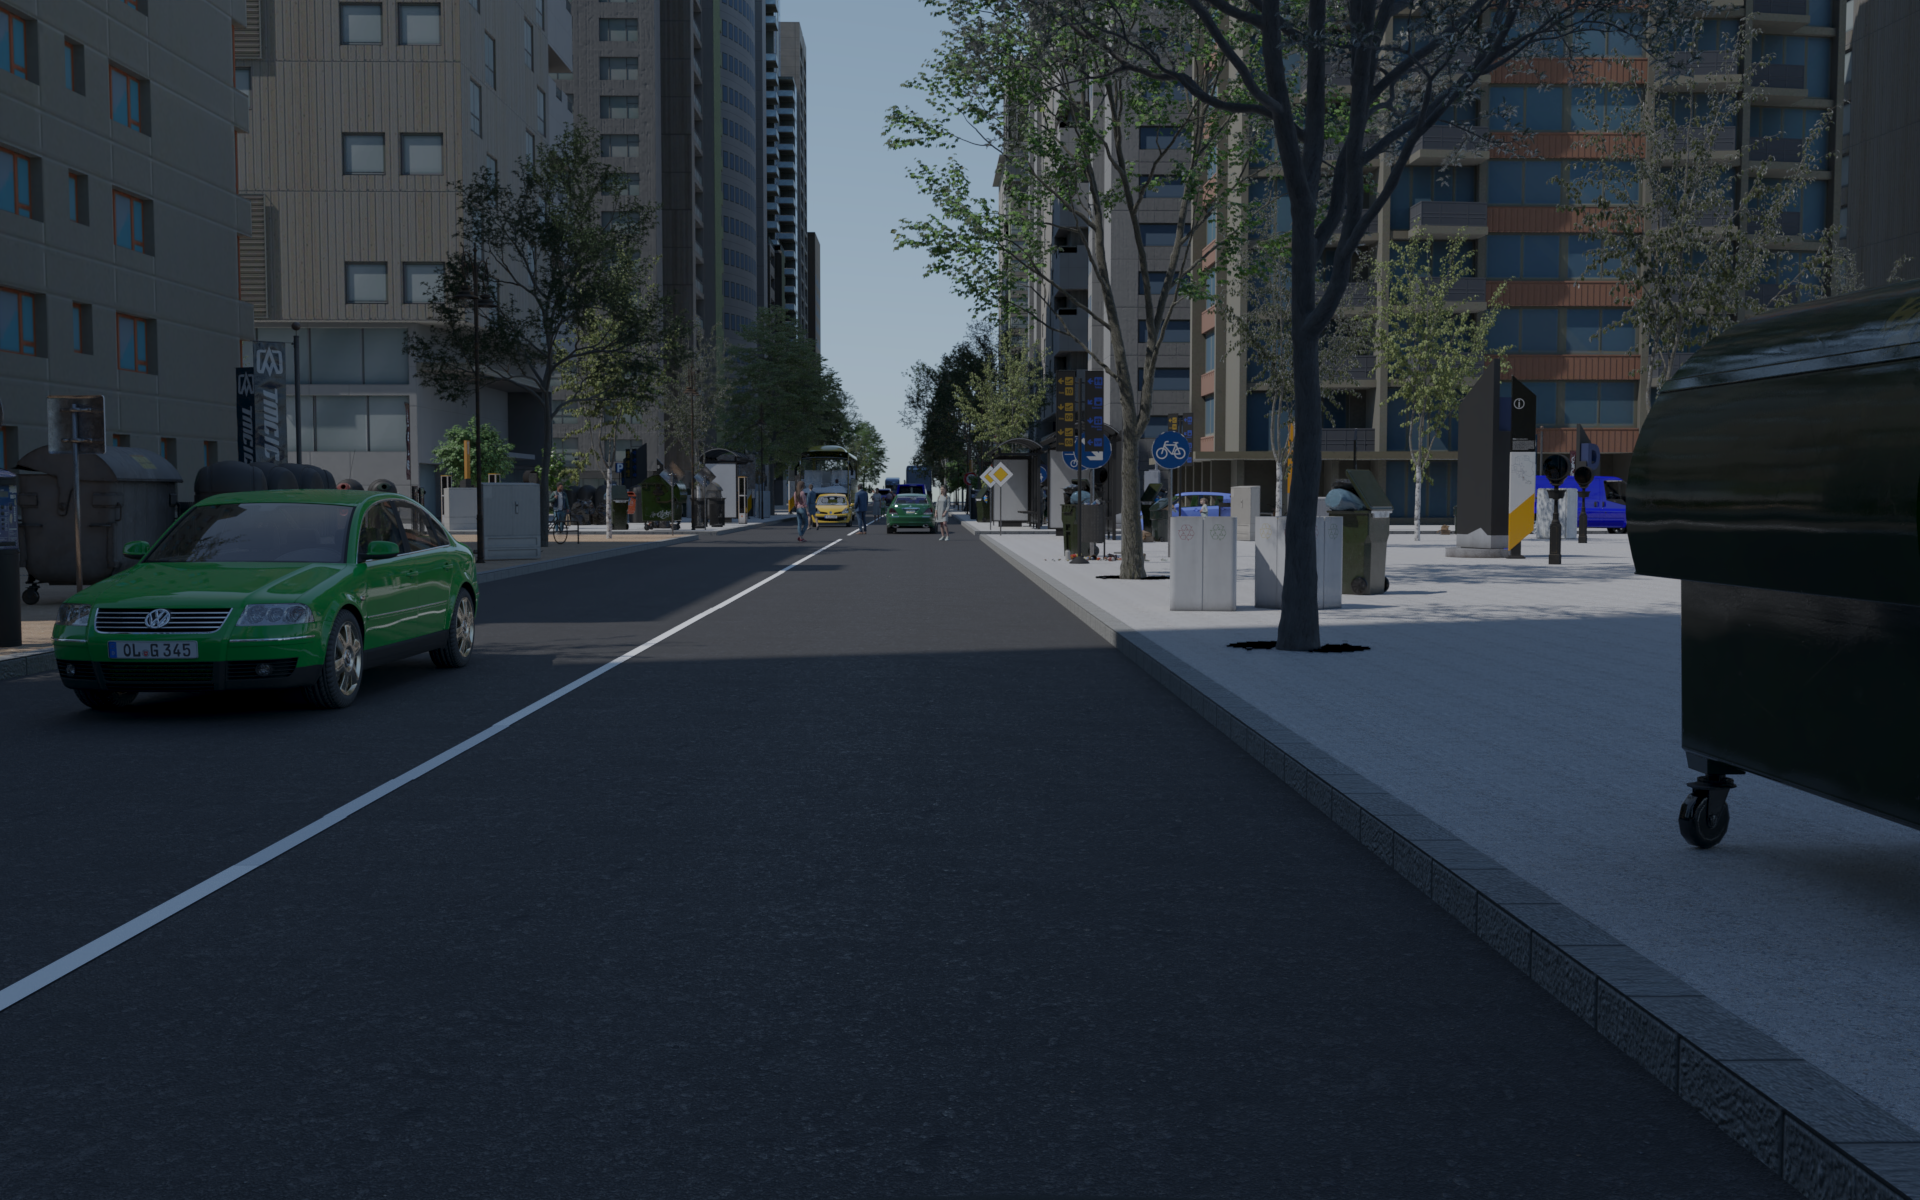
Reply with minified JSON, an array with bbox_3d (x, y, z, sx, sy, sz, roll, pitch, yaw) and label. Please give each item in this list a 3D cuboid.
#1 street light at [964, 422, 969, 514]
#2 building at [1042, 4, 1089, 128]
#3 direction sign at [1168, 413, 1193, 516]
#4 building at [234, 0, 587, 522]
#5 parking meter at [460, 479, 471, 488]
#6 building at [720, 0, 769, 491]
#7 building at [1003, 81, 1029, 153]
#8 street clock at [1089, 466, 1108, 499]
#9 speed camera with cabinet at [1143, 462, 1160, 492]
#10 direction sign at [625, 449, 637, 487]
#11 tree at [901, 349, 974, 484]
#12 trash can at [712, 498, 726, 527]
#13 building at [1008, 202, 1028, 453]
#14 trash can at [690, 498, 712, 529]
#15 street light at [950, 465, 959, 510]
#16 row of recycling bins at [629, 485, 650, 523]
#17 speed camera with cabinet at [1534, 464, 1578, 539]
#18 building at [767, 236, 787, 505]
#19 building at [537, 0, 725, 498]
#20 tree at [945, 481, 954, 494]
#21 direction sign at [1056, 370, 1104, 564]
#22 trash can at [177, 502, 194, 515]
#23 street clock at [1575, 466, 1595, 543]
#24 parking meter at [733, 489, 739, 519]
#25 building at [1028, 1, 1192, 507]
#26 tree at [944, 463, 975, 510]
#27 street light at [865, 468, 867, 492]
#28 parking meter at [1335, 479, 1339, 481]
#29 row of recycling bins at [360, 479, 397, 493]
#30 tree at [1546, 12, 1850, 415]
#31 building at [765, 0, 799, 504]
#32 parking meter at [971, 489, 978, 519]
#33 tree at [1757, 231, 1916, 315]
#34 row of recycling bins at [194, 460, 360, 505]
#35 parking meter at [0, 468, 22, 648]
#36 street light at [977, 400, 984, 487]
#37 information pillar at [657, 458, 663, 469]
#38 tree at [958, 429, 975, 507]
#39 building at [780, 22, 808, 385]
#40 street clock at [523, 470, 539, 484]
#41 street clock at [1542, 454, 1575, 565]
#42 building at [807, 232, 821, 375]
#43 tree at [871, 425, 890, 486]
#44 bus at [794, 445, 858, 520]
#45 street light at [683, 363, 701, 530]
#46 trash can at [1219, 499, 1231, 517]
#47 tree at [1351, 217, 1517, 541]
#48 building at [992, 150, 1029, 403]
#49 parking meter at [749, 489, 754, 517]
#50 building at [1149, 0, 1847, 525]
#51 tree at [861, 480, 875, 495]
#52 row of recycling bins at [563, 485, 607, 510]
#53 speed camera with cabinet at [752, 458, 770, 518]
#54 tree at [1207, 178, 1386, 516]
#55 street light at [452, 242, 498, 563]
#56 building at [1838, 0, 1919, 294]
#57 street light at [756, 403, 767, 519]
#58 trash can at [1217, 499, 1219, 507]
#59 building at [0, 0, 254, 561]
[{"bbox_3d":[0.466,-8.350,109.307,0.468,5.910,1.993,0,4,-1],"label":"street light"},{"bbox_3d":[21.901,-35.063,162.513,28.713,52.752,27.495,0,4,-1],"label":"building"},{"bbox_3d":[6.162,-3.454,48.474,0.379,3.537,0.876,-3,5,-44],"label":"direction sign"},{"bbox_3d":[-34.710,-30.336,85.238,28.713,52.752,27.495,0,4,-1],"label":"building"},{"bbox_3d":[-18.643,-3.645,65.307,0.399,1.863,0.255,2,4,35],"label":"parking meter"},{"bbox_3d":[-30.679,-38.392,169.705,21.231,58.520,28.212,0,4,-1],"label":"building"},{"bbox_3d":[15.521,-51.787,284.961,20.563,71.187,20.611,0,4,-1],"label":"building"},{"bbox_3d":[3.597,-2.473,45.006,0.471,2.002,0.358,-1,4,-12],"label":"street clock"},{"bbox_3d":[7.423,-4.445,67.011,0.660,3.252,2.038,0,4,8],"label":"speed camera with cabinet"},{"bbox_3d":[-16.396,-5.776,86.440,0.876,3.537,0.379,3,5,42],"label":"direction sign"},{"bbox_3d":[-0.506,-22.444,222.846,12.611,20.169,13.585,0,3,0],"label":"tree"},{"bbox_3d":[-9.413,-3.392,67.108,0.748,1.137,0.748,0,3,0],"label":"trash can"},{"bbox_3d":[13.660,-34.069,240.615,14.154,41.232,14.086,0,4,-1],"label":"building"},{"bbox_3d":[-9.662,-3.216,64.227,0.748,1.137,0.748,0,3,0],"label":"trash can"},{"bbox_3d":[-0.544,-11.361,158.539,0.468,5.910,1.993,0,4,-1],"label":"street light"},{"bbox_3d":[-14.399,-4.342,78.096,1.069,1.692,3.534,0,4,-7],"label":"row of recycling bins"},{"bbox_3d":[16.739,-3.396,49.862,0.660,3.252,2.038,-3,4,-38],"label":"speed camera with cabinet"},{"bbox_3d":[-26.922,-25.727,192.337,14.160,30.474,14.107,0,4,-1],"label":"building"},{"bbox_3d":[-24.486,-26.808,121.897,14.154,41.232,14.086,0,4,-1],"label":"building"},{"bbox_3d":[-1.094,-11.418,181.282,1.663,3.219,1.824,0,3,0],"label":"tree"},{"bbox_3d":[2.201,-2.437,31.837,0.876,3.537,0.379,0,4,-3],"label":"direction sign"},{"bbox_3d":[-14.254,-1.263,32.299,0.748,1.137,0.748,0,3,0],"label":"trash can"},{"bbox_3d":[16.253,-2.482,45.147,0.471,2.002,0.358,2,4,35],"label":"street clock"},{"bbox_3d":[-11.586,-4.987,89.946,0.372,1.533,0.369,0,3,0],"label":"parking meter"},{"bbox_3d":[17.982,-39.637,190.061,21.231,58.520,28.212,0,4,-1],"label":"building"},{"bbox_3d":[0.259,-9.537,139.649,4.285,4.588,4.351,0,3,0],"label":"tree"},{"bbox_3d":[-13.416,-16.819,247.785,0.468,5.910,1.993,0,4,-1],"label":"street light"},{"bbox_3d":[14.898,-3.800,67.844,0.399,1.863,0.255,3,5,40],"label":"parking meter"},{"bbox_3d":[-17.095,-2.446,47.106,3.534,1.692,1.069,0,4,-5],"label":"row of recycling bins"},{"bbox_3d":[11.072,-4.659,26.545,4.360,8.622,3.978,0,3,0],"label":"tree"},{"bbox_3d":[-32.706,-56.781,241.047,22.319,86.520,31.000,0,4,-1],"label":"building"},{"bbox_3d":[0.720,-4.837,87.499,0.372,1.533,0.369,0,3,0],"label":"parking meter"},{"bbox_3d":[26.417,-6.145,50.830,4.360,8.622,3.978,0,3,0],"label":"tree"},{"bbox_3d":[-9.000,-0.955,22.734,1.069,1.692,3.534,0,4,-2],"label":"row of recycling bins"},{"bbox_3d":[-8.114,-0.375,14.548,0.372,1.533,0.369,0,3,0],"label":"parking meter"},{"bbox_3d":[1.047,-6.740,82.992,0.468,5.910,1.993,0,4,-1],"label":"street light"},{"bbox_3d":[-19.600,-7.449,113.150,0.504,3.616,0.183,2,4,25],"label":"information pillar"},{"bbox_3d":[0.499,-13.367,168.909,4.360,8.622,3.978,0,3,0],"label":"tree"},{"bbox_3d":[-31.906,-50.752,268.054,20.563,71.187,20.611,0,4,-1],"label":"building"},{"bbox_3d":[-13.144,-2.967,53.087,0.358,2.002,0.471,2,4,29],"label":"street clock"},{"bbox_3d":[10.836,-1.646,31.487,0.471,2.002,0.358,2,4,33],"label":"street clock"},{"bbox_3d":[-30.319,-38.908,286.254,14.600,45.320,14.200,0,4,-1],"label":"building"},{"bbox_3d":[-14.369,-21.262,265.758,7.486,12.596,7.792,0,3,0],"label":"tree"},{"bbox_3d":[-6.850,-6.102,91.307,2.896,3.916,12.252,0,4,-1],"label":"bus"},{"bbox_3d":[-9.482,-5.420,61.398,0.468,5.910,1.993,0,4,-1],"label":"street light"},{"bbox_3d":[15.015,-5.157,95.972,0.748,1.137,0.748,0,3,0],"label":"trash can"},{"bbox_3d":[12.731,-5.915,47.075,4.737,8.622,4.395,0,3,0],"label":"tree"},{"bbox_3d":[19.737,-41.104,261.284,28.713,52.752,27.495,0,4,-1],"label":"building"},{"bbox_3d":[-11.897,-5.685,98.657,0.399,1.863,0.255,3,5,42],"label":"parking meter"},{"bbox_3d":[23.707,-26.000,79.717,28.867,44.769,22.147,0,4,-1],"label":"building"},{"bbox_3d":[-14.936,-17.794,285.528,1.663,3.219,1.824,0,3,0],"label":"tree"},{"bbox_3d":[-17.183,-4.389,78.869,3.534,1.692,1.069,2,4,35],"label":"row of recycling bins"},{"bbox_3d":[-10.854,-6.124,94.458,0.660,3.252,2.038,-1,4,-20],"label":"speed camera with cabinet"},{"bbox_3d":[7.883,-5.562,41.302,4.360,8.622,3.978,0,3,0],"label":"tree"},{"bbox_3d":[-8.914,-3.622,32.006,0.468,5.910,1.993,0,4,-1],"label":"street light"},{"bbox_3d":[59.828,-30.177,82.626,27.495,52.752,28.713,0,4,-1],"label":"building"},{"bbox_3d":[-10.024,-7.026,87.667,0.468,5.910,1.993,0,4,-1],"label":"street light"},{"bbox_3d":[15.516,-5.884,107.850,0.748,1.137,0.748,0,3,0],"label":"trash can"},{"bbox_3d":[-31.365,-11.178,27.804,28.899,21.520,27.650,0,4,-1],"label":"building"}]
